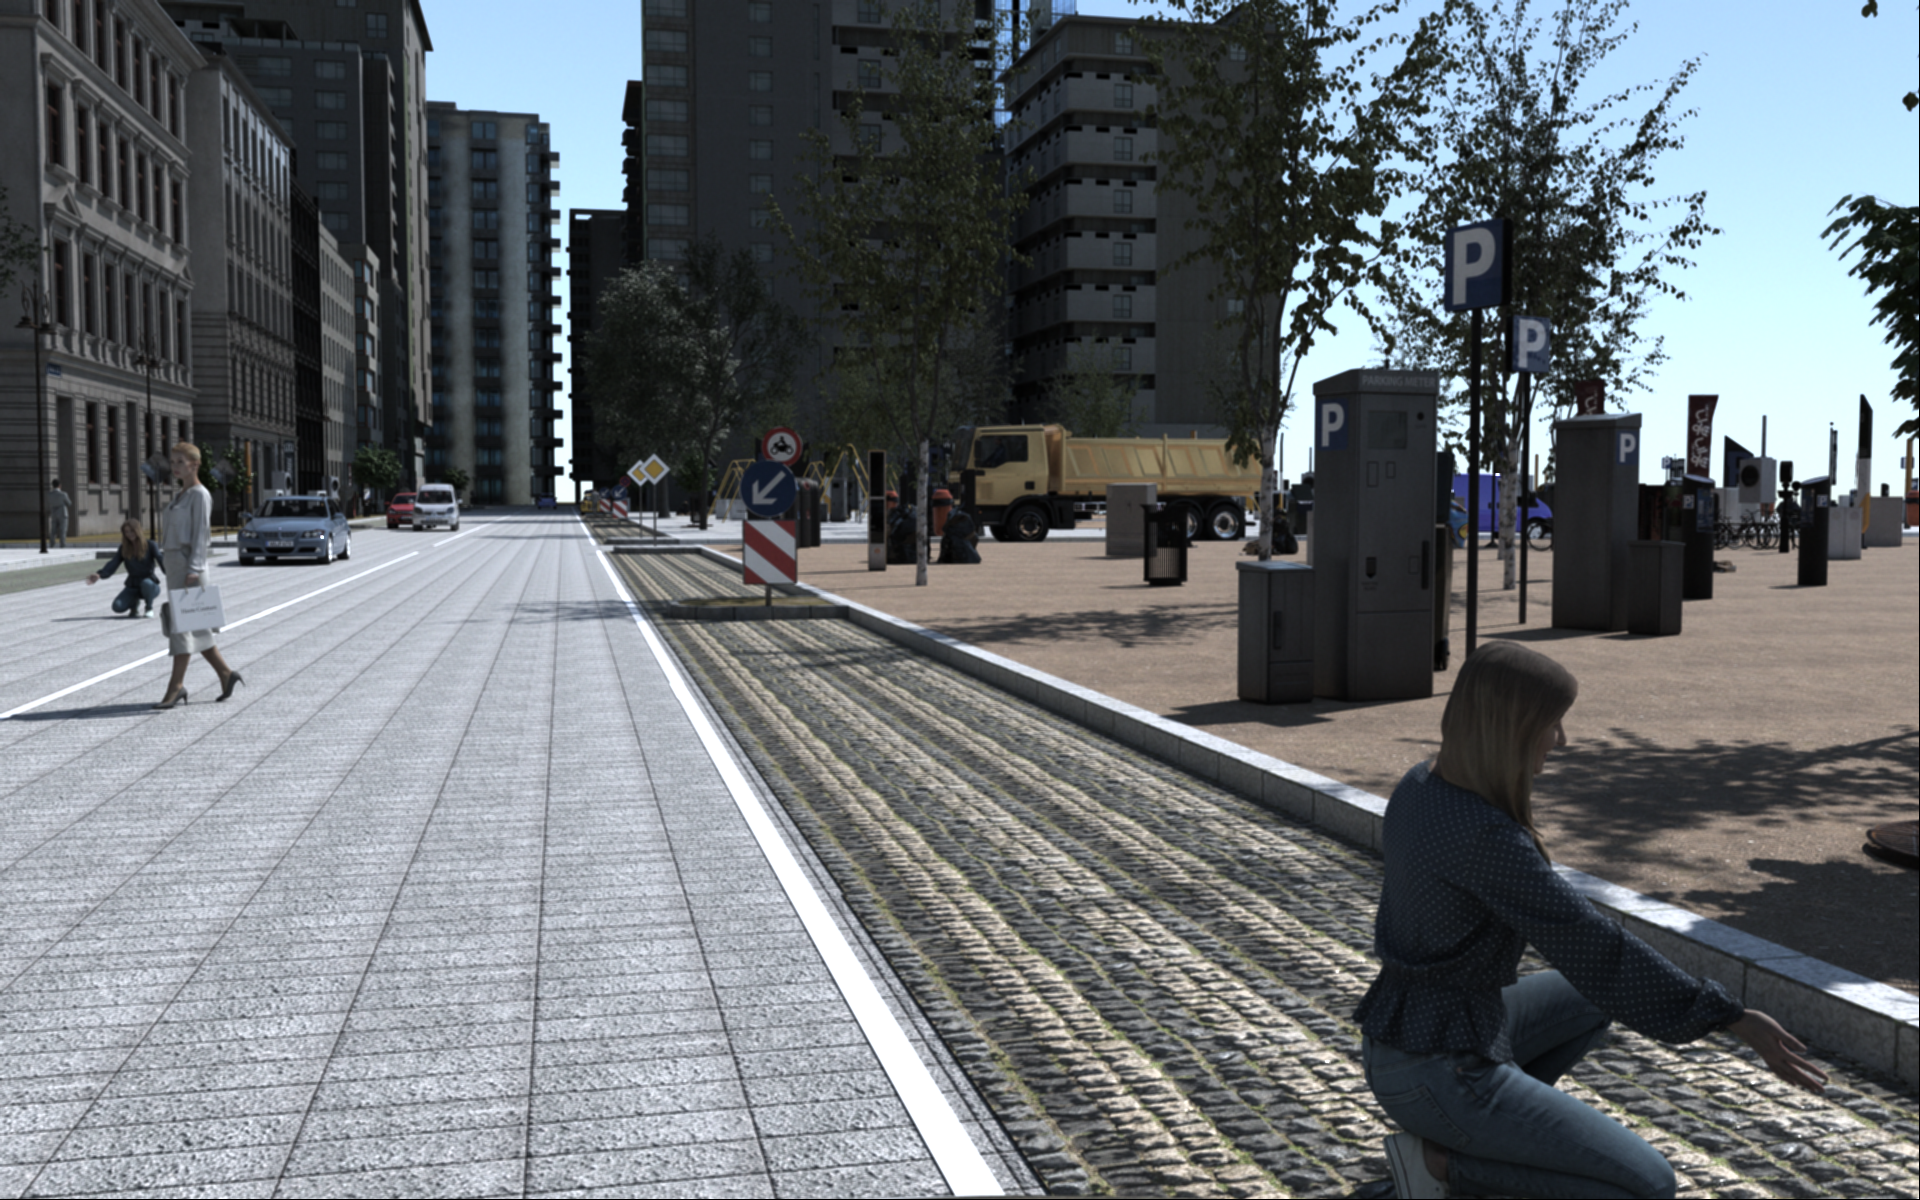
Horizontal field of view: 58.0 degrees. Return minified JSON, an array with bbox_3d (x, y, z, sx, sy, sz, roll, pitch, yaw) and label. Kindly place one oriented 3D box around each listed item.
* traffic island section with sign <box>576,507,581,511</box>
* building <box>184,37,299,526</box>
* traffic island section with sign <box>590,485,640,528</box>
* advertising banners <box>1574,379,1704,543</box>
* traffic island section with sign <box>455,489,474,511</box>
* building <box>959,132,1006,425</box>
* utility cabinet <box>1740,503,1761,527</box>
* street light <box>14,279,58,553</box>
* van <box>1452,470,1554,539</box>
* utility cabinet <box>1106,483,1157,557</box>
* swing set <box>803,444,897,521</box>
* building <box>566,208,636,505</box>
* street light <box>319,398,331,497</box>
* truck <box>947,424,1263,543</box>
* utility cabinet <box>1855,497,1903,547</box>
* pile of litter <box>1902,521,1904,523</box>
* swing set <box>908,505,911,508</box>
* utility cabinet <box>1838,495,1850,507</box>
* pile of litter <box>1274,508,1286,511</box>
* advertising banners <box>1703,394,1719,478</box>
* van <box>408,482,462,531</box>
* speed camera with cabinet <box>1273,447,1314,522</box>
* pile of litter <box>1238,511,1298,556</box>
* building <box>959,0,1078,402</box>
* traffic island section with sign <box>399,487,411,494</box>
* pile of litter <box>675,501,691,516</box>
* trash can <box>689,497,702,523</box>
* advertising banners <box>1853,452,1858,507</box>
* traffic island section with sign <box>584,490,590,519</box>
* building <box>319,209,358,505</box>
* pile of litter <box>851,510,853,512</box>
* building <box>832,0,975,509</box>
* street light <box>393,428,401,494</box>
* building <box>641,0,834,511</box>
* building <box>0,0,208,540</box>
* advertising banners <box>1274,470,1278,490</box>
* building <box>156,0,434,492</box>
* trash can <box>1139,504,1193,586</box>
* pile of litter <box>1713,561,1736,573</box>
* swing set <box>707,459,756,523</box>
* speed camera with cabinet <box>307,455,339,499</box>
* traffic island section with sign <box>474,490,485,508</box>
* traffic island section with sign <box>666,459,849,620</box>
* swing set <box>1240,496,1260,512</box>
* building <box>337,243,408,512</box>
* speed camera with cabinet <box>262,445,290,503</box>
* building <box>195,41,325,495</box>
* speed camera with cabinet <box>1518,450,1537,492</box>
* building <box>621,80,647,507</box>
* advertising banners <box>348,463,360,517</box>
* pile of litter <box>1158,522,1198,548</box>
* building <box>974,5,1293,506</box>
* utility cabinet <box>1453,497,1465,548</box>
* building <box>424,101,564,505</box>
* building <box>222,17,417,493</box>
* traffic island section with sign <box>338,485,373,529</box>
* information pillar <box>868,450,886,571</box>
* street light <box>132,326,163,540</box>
[{"bbox_3d":[-31.940,-8.621,149.577,1.989,1.847,2.006,-1,4,-13],"label":"traffic island section with sign"},{"bbox_3d":[-35.633,-13.895,76.340,9.793,20.994,18.267,-1,4,-13],"label":"building"},{"bbox_3d":[-14.725,-4.014,74.253,1.989,1.847,2.006,-1,4,-13],"label":"traffic island section with sign"},{"bbox_3d":[10.055,-1.816,25.882,0.090,3.025,2.074,-2,4,-35],"label":"advertising banners"},{"bbox_3d":[-42.580,-8.460,146.953,1.989,1.847,2.006,-1,4,-13],"label":"traffic island section with sign"},{"bbox_3d":[-3.203,-31.376,196.596,14.086,41.232,14.154,-1,4,-13],"label":"building"},{"bbox_3d":[30.371,-3.556,66.813,0.318,1.500,1.173,-1,4,-20],"label":"utility cabinet"},{"bbox_3d":[-19.917,-3.956,37.470,0.468,5.910,1.993,-1,4,-13],"label":"street light"},{"bbox_3d":[14.945,-2.867,51.266,5.245,2.365,2.240,-1,4,-13],"label":"van"},{"bbox_3d":[3.449,-1.610,35.007,0.318,1.500,1.173,-3,4,-38],"label":"utility cabinet"},{"bbox_3d":[-3.700,-3.552,55.690,2.862,2.851,3.119,-1,4,-9],"label":"swing set"},{"bbox_3d":[-38.498,-32.545,223.996,23.993,40.220,32.217,-1,4,-13],"label":"building"},{"bbox_3d":[-30.507,-6.766,83.413,0.468,5.910,1.993,-1,4,-13],"label":"street light"},{"bbox_3d":[3.717,-3.260,49.223,9.791,3.379,3.469,-1,4,-12],"label":"truck"},{"bbox_3d":[22.543,-1.918,42.529,1.020,1.237,0.306,1,4,17],"label":"utility cabinet"},{"bbox_3d":[41.952,-3.777,75.713,1.176,0.858,1.719,-1,4,-12],"label":"pile of litter"},{"bbox_3d":[-3.980,-5.795,92.362,2.862,2.851,3.119,-1,4,-10],"label":"swing set"},{"bbox_3d":[52.875,-5.632,103.244,1.020,1.237,0.306,-1,4,-13],"label":"utility cabinet"},{"bbox_3d":[10.403,-2.570,55.983,1.719,0.858,1.176,2,4,35],"label":"pile of litter"},{"bbox_3d":[12.262,-2.099,30.500,2.074,3.025,0.090,0,4,4],"label":"advertising banners"},{"bbox_3d":[-20.543,-3.724,67.898,2.013,2.044,4.112,-1,4,-15],"label":"van"},{"bbox_3d":[13.972,-4.789,72.628,2.038,3.252,0.660,1,4,18],"label":"speed camera with cabinet"},{"bbox_3d":[6.525,-1.400,36.847,1.719,0.858,1.176,-3,4,-36],"label":"pile of litter"},{"bbox_3d":[3.436,-55.951,227.472,31.000,86.520,22.319,-1,4,-13],"label":"building"},{"bbox_3d":[-31.576,-5.511,98.739,1.989,1.847,2.006,-1,4,-13],"label":"traffic island section with sign"},{"bbox_3d":[-16.224,-5.467,103.353,1.719,0.858,1.176,-2,4,-26],"label":"pile of litter"},{"bbox_3d":[-11.545,-3.945,76.149,0.748,1.137,0.748,0,3,0],"label":"trash can"},{"bbox_3d":[34.092,-4.267,65.950,0.090,3.025,2.074,2,4,26],"label":"advertising banners"},{"bbox_3d":[-20.791,-5.638,100.801,1.989,1.847,2.006,-1,4,-13],"label":"traffic island section with sign"},{"bbox_3d":[-44.344,-15.524,108.568,10.420,20.320,16.860,-1,4,-13],"label":"building"},{"bbox_3d":[-8.236,-6.769,124.633,1.176,0.858,1.719,1,4,21],"label":"pile of litter"},{"bbox_3d":[-14.131,-34.758,157.530,28.713,52.752,27.495,-1,4,-13],"label":"building"},{"bbox_3d":[-38.455,-8.907,118.423,0.468,5.910,1.993,-1,4,-13],"label":"street light"},{"bbox_3d":[-17.723,-27.650,135.668,14.154,41.232,14.086,-1,4,-13],"label":"building"},{"bbox_3d":[-32.748,-13.488,56.689,11.583,22.565,21.152,-1,4,-13],"label":"building"},{"bbox_3d":[23.354,-7.933,125.884,0.090,3.025,2.074,-1,4,-21],"label":"advertising banners"},{"bbox_3d":[-67.870,-35.771,174.088,27.495,52.752,28.713,-1,4,-13],"label":"building"},{"bbox_3d":[2.885,-0.773,24.299,0.748,1.137,0.748,0,3,0],"label":"trash can"},{"bbox_3d":[12.363,-0.924,29.077,1.176,0.858,1.719,1,4,12],"label":"pile of litter"},{"bbox_3d":[-9.944,-4.989,79.194,2.862,2.851,3.119,-2,4,-24],"label":"swing set"},{"bbox_3d":[-32.345,-5.726,87.961,0.660,3.252,2.038,1,4,11],"label":"speed camera with cabinet"},{"bbox_3d":[-48.612,-10.073,173.317,1.989,1.847,2.006,-1,4,-13],"label":"traffic island section with sign"},{"bbox_3d":[-2.454,-0.725,20.485,1.989,1.847,2.006,-1,4,-13],"label":"traffic island section with sign"},{"bbox_3d":[13.646,-5.257,83.568,2.862,2.851,3.119,0,4,-3],"label":"swing set"},{"bbox_3d":[-57.669,-17.495,131.080,27.650,21.520,28.899,-1,4,-13],"label":"building"},{"bbox_3d":[-27.089,-4.545,68.639,0.660,3.252,2.038,0,4,-6],"label":"speed camera with cabinet"},{"bbox_3d":[-41.655,-16.066,92.351,12.332,23.373,15.834,-1,4,-13],"label":"building"},{"bbox_3d":[25.663,-5.096,77.656,0.660,3.252,2.038,-1,4,-11],"label":"speed camera with cabinet"},{"bbox_3d":[-24.442,-32.404,184.431,22.147,44.769,28.867,-1,4,-13],"label":"building"},{"bbox_3d":[-34.360,-6.236,98.151,0.090,3.025,2.074,0,4,-5],"label":"advertising banners"},{"bbox_3d":[4.837,-1.701,41.778,1.719,0.858,1.176,2,4,24],"label":"pile of litter"},{"bbox_3d":[18.593,-36.999,194.176,27.495,52.752,28.713,-1,4,-13],"label":"building"},{"bbox_3d":[11.469,-1.842,41.285,1.020,1.237,0.306,0,4,-3],"label":"utility cabinet"},{"bbox_3d":[-64.769,-36.337,213.723,30.456,49.044,23.786,-1,4,-13],"label":"building"},{"bbox_3d":[-56.273,-28.710,152.998,14.154,41.232,14.086,-1,4,-13],"label":"building"},{"bbox_3d":[-25.403,-3.859,71.726,1.989,1.847,2.006,-1,4,-13],"label":"traffic island section with sign"},{"bbox_3d":[-1.387,-1.496,28.958,0.304,2.012,0.304,0,4,-4],"label":"information pillar"},{"bbox_3d":[-22.389,-4.592,47.863,0.468,5.910,1.993,-1,4,-13],"label":"street light"}]
